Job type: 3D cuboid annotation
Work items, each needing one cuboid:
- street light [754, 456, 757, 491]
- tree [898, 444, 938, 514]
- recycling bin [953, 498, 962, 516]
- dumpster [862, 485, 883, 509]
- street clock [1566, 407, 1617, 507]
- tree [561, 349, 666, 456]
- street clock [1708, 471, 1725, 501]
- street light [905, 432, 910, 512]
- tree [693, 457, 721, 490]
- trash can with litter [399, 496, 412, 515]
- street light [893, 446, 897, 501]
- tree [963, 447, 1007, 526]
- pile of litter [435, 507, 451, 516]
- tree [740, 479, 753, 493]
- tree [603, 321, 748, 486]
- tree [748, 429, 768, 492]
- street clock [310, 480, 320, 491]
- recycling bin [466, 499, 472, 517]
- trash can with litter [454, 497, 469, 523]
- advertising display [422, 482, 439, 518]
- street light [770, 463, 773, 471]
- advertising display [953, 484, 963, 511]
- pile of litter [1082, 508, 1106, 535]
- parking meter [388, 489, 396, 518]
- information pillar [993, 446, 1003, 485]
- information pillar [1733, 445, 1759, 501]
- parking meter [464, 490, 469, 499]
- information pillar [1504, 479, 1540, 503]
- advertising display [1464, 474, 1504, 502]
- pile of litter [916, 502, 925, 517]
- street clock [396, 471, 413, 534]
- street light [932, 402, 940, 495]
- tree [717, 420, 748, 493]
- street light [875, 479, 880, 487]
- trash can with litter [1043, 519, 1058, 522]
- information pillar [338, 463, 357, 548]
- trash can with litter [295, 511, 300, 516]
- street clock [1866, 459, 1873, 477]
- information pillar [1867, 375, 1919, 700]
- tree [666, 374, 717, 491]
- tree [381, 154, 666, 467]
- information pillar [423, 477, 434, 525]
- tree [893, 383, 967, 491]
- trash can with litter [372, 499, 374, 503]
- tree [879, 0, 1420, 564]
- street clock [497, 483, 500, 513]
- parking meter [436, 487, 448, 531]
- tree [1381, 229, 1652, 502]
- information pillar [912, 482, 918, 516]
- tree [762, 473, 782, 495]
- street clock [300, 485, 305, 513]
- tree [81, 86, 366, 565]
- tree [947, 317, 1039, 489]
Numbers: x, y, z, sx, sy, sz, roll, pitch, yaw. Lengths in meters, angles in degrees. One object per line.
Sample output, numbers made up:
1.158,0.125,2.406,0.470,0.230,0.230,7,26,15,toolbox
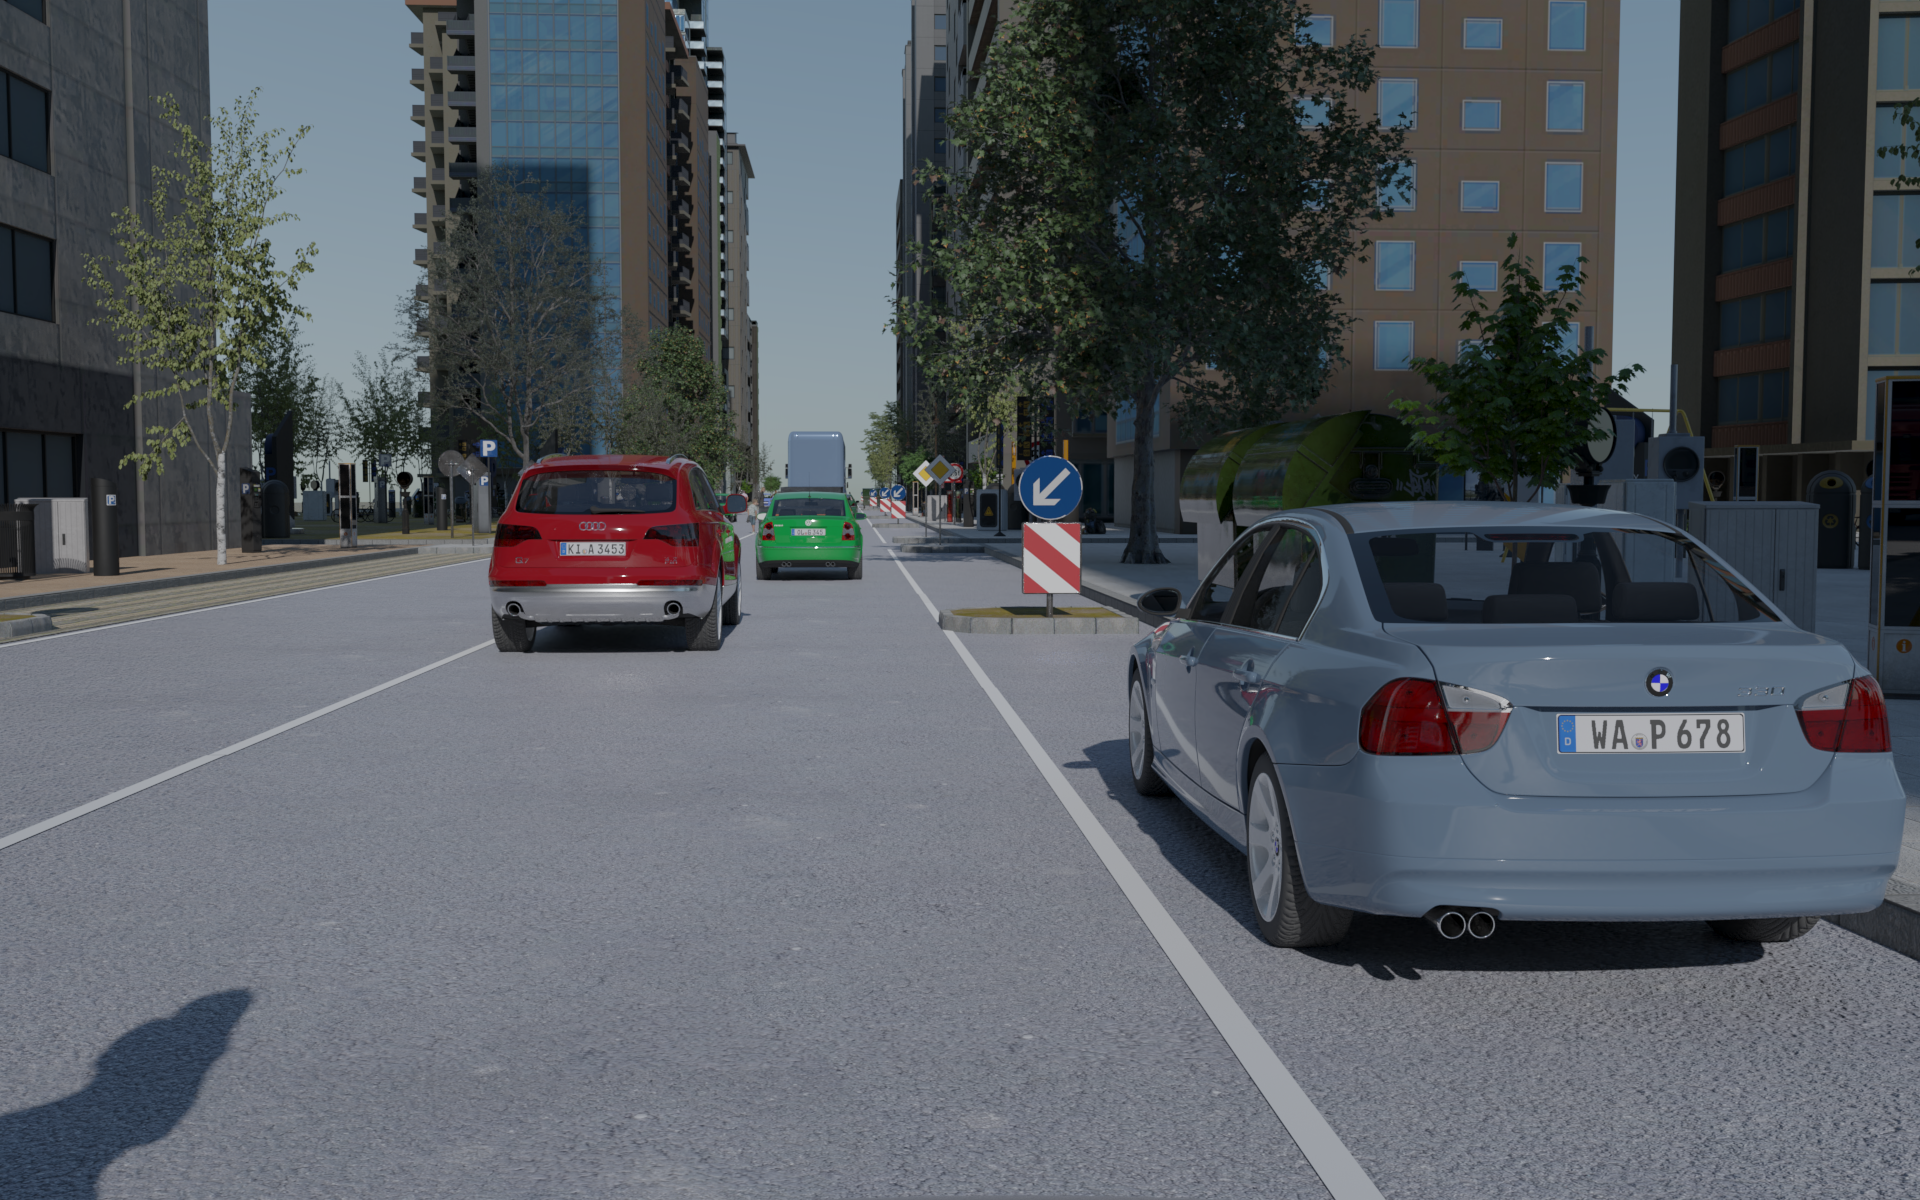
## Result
-24.812,-14.532,210.389,0.468,5.910,1.993,0,4,-4,street light
-2.435,-8.008,114.649,4.285,4.588,4.351,0,3,0,tree
-0.314,-5.471,102.012,0.722,1.027,0.722,-1,4,-9,recycling bin
-8.246,-9.695,163.456,1.985,2.255,1.502,0,4,-3,dumpster
5.241,-0.605,14.461,0.471,2.002,0.358,-3,5,-39,street clock
-16.940,-8.235,85.006,4.360,8.622,3.978,0,3,0,tree
23.849,-3.064,54.669,0.471,2.002,0.358,1,4,15,street clock
-3.794,-9.378,126.120,0.468,5.910,1.993,0,4,-4,street light
-21.108,-9.688,142.115,4.285,4.588,4.351,0,3,0,tree
-34.351,-5.874,107.425,0.624,1.170,1.055,1,4,11,trash can with litter
-6.080,-11.610,162.614,0.468,5.910,1.993,0,4,-4,street light
1.072,-4.607,69.919,1.663,3.219,1.824,0,3,0,tree
-29.766,-5.239,99.630,1.176,0.858,1.719,-1,4,-10,pile of litter
-24.935,-12.571,200.134,1.663,3.219,1.824,0,3,0,tree
-18.826,-12.083,114.563,9.611,12.733,9.660,0,3,0,tree
-23.011,-14.114,181.122,4.360,8.622,3.978,0,3,0,tree
-33.892,-5.291,91.080,0.471,2.002,0.358,2,4,26,street clock
-27.297,-5.101,95.954,0.722,1.027,0.722,-2,4,-25,recycling bin
-22.470,-4.080,78.097,0.624,1.170,1.055,-1,4,-14,trash can with litter
-28.188,-5.325,92.282,0.123,1.923,0.974,3,5,42,advertising display
-27.222,-16.916,249.355,0.468,5.910,1.993,0,4,-4,street light
0.011,-6.681,114.447,0.974,1.923,0.123,-1,4,-13,advertising display
3.960,-2.530,55.330,1.719,0.858,1.176,-2,4,-25,pile of litter
-30.960,-5.260,94.406,0.372,1.533,0.369,0,3,0,parking meter
1.586,-4.922,71.835,0.504,3.616,0.183,3,5,42,information pillar
11.884,-1.329,26.220,0.304,2.012,0.304,1,4,16,information pillar
-34.085,-6.817,119.867,0.372,1.533,0.369,0,3,0,parking meter
7.912,-2.016,24.309,0.504,3.616,0.183,2,4,31,information pillar
11.898,-2.079,39.199,0.974,1.923,0.123,2,4,29,advertising display
-1.758,-5.150,98.163,1.176,0.858,1.719,-2,4,-28,pile of litter
-17.731,-3.107,55.364,0.471,2.002,0.358,0,4,1,street clock
-1.213,-6.988,87.045,0.468,5.910,1.993,0,4,-4,street light
-21.936,-12.620,156.698,4.360,8.622,3.978,0,3,0,tree
-13.935,-19.128,285.529,0.468,5.910,1.993,0,4,-4,street light
3.230,-2.807,57.279,1.055,1.170,0.624,0,4,6,trash can with litter
-14.548,-2.243,41.166,0.304,2.012,0.304,0,4,5,information pillar
-38.665,-5.416,99.945,1.055,1.170,0.624,-1,4,-11,trash can with litter
18.538,-1.857,34.931,0.358,2.002,0.471,-2,4,-33,street clock
5.919,-0.391,10.881,0.304,2.012,0.304,1,4,16,information pillar
-17.875,-9.437,104.654,4.360,8.622,3.978,0,3,0,tree
-16.158,-9.380,63.739,12.009,13.543,11.850,0,3,0,tree
-22.345,-4.180,72.842,0.304,2.012,0.304,2,4,30,information pillar
-1.053,-9.555,106.583,4.360,8.622,3.978,0,3,0,tree
-33.442,-5.395,99.593,0.624,1.170,1.055,-1,4,-15,trash can with litter
3.412,-7.014,31.688,9.611,12.733,9.660,0,3,0,tree
-29.129,-6.373,108.773,0.471,2.002,0.358,-2,4,-28,street clock
-18.266,-3.220,61.055,0.372,1.533,0.369,0,3,0,parking meter
4.088,-1.114,12.818,1.663,3.219,1.824,0,3,0,tree
-2.649,-6.001,102.601,0.304,2.012,0.304,-1,4,-13,information pillar
-28.813,-17.212,265.135,4.285,4.588,4.351,0,3,0,tree
-44.503,-6.898,117.354,0.358,2.002,0.471,0,4,-6,street clock
-13.595,-4.963,31.500,4.737,8.622,4.395,0,3,0,tree
1.124,-6.932,63.708,4.737,8.622,4.395,0,3,0,tree
